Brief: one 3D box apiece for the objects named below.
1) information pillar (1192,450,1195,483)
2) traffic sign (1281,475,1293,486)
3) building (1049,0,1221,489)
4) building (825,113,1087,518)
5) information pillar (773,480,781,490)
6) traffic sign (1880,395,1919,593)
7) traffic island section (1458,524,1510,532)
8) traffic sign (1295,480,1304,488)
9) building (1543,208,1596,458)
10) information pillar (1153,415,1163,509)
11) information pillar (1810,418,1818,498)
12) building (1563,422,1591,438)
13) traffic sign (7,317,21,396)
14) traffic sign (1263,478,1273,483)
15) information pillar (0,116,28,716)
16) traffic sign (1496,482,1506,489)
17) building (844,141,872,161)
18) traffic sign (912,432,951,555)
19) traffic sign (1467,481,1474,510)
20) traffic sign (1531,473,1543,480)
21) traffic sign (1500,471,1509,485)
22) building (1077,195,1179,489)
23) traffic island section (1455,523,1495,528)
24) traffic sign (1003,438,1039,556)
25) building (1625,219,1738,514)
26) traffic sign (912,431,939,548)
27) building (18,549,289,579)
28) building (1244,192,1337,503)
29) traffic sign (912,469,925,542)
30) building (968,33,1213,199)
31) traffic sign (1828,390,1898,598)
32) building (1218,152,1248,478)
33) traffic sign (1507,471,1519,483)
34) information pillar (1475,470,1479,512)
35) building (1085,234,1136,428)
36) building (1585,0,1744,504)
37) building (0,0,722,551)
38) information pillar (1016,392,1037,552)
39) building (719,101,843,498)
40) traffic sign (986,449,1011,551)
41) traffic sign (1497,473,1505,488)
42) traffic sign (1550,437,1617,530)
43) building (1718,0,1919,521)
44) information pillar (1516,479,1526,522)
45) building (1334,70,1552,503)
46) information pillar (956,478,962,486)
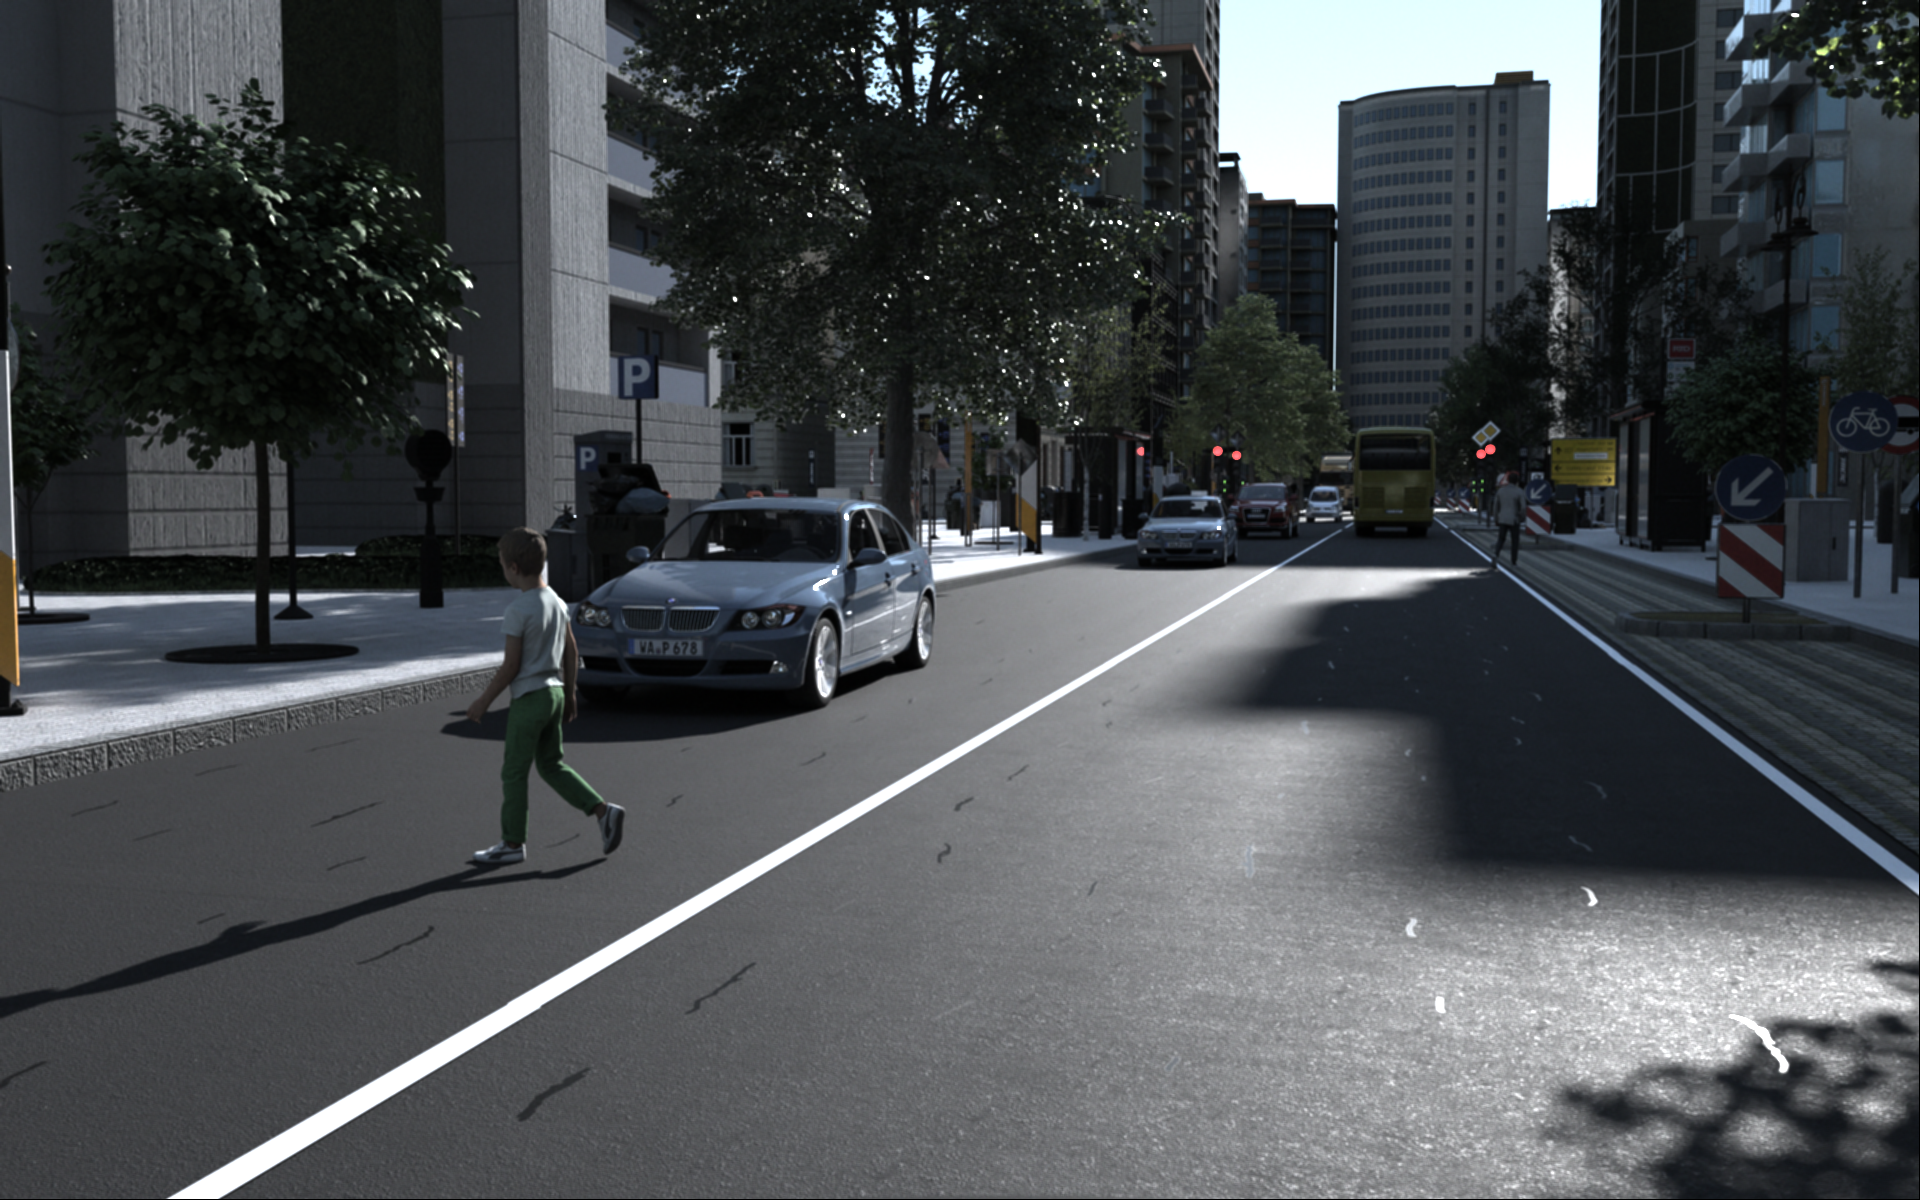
[{"bbox_3d":[12.526,-6.214,92.960,0.183,3.616,0.504,0,4,0],"label":"information pillar"},{"bbox_3d":[21.292,-6.890,112.762,0.768,2.556,0.104,1,4,16],"label":"traffic sign"},{"bbox_3d":[20.141,-46.083,191.716,20.563,71.187,20.611,1,4,14],"label":"building"},{"bbox_3d":[0.577,-16.187,100.821,11.583,22.565,21.152,1,4,14],"label":"building"},{"bbox_3d":[-9.704,-5.352,92.004,0.304,2.012,0.304,2,4,27],"label":"information pillar"},{"bbox_3d":[12.097,-1.360,22.344,0.768,2.556,0.104,1,4,17],"label":"traffic sign"},{"bbox_3d":[20.248,-2.691,66.284,2.009,0.180,2.903,1,4,14],"label":"traffic island section"},{"bbox_3d":[27.291,-8.454,139.410,0.795,2.450,0.064,1,4,18],"label":"traffic sign"},{"bbox_3d":[88.064,-33.967,238.951,14.086,41.232,14.154,1,4,14],"label":"building"},{"bbox_3d":[5.861,-3.661,51.216,0.183,3.616,0.504,2,4,34],"label":"information pillar"},{"bbox_3d":[23.155,-3.385,46.699,0.183,3.616,0.504,-1,4,-13],"label":"information pillar"},{"bbox_3d":[78.068,-53.460,186.743,22.319,86.520,31.000,1,4,14],"label":"building"},{"bbox_3d":[-6.433,-0.684,11.286,0.768,2.556,0.104,1,4,17],"label":"traffic sign"},{"bbox_3d":[24.786,-8.524,139.474,0.768,2.556,0.104,1,4,16],"label":"traffic sign"},{"bbox_3d":[-5.697,-1.136,9.923,0.504,3.616,0.183,-1,4,-21],"label":"information pillar"},{"bbox_3d":[39.252,-7.704,125.968,0.884,2.594,0.081,1,4,17],"label":"traffic sign"},{"bbox_3d":[-8.281,-34.225,214.209,28.867,44.769,22.147,1,4,14],"label":"building"},{"bbox_3d":[-0.634,-2.232,36.497,0.884,2.594,0.081,1,4,15],"label":"traffic sign"},{"bbox_3d":[40.823,-8.437,137.949,0.884,2.594,0.081,1,4,15],"label":"traffic sign"},{"bbox_3d":[27.501,-4.921,82.584,0.606,2.300,0.079,1,4,21],"label":"traffic sign"},{"bbox_3d":[30.539,-5.907,96.588,0.884,2.594,0.081,1,4,17],"label":"traffic sign"},{"bbox_3d":[10.212,-18.827,137.501,12.332,23.373,15.834,1,4,14],"label":"building"},{"bbox_3d":[22.227,-3.165,74.021,2.009,0.180,2.903,1,4,14],"label":"traffic island section"},{"bbox_3d":[1.243,-2.122,35.882,0.795,2.450,0.064,2,4,23],"label":"traffic sign"},{"bbox_3d":[62.638,-16.836,120.310,27.650,21.520,28.899,1,4,14],"label":"building"},{"bbox_3d":[-0.809,-2.141,35.116,0.768,2.556,0.104,1,4,18],"label":"traffic sign"},{"bbox_3d":[-25.188,-29.072,17.332,21.231,58.520,28.212,1,4,14],"label":"building"},{"bbox_3d":[40.489,-36.706,254.768,28.867,44.769,22.147,1,4,14],"label":"building"},{"bbox_3d":[-1.050,-2.487,40.769,0.768,2.556,0.104,1,4,16],"label":"traffic sign"},{"bbox_3d":[12.615,-31.458,168.955,22.147,44.769,28.867,1,4,14],"label":"building"},{"bbox_3d":[11.121,-1.302,21.392,0.768,2.556,0.104,1,4,21],"label":"traffic sign"},{"bbox_3d":[27.444,-32.198,210.035,14.086,41.232,14.154,1,4,14],"label":"building"},{"bbox_3d":[30.473,-5.825,95.339,0.768,2.556,0.104,1,4,22],"label":"traffic sign"},{"bbox_3d":[36.871,-8.075,123.382,0.183,3.616,0.504,-1,4,-14],"label":"information pillar"},{"bbox_3d":[6.056,-16.613,120.772,9.793,20.994,18.267,1,4,14],"label":"building"},{"bbox_3d":[69.507,-44.315,162.809,20.563,71.187,20.611,1,4,14],"label":"building"},{"bbox_3d":[-22.316,-31.250,52.929,28.212,58.520,21.231,1,4,14],"label":"building"},{"bbox_3d":[1.488,-2.871,38.292,0.504,3.616,0.183,0,4,1],"label":"information pillar"},{"bbox_3d":[-21.948,-16.572,104.240,30.059,22.955,16.112,1,4,14],"label":"building"},{"bbox_3d":[0.864,-2.266,39.174,0.606,2.300,0.079,1,4,18],"label":"traffic sign"},{"bbox_3d":[33.367,-6.505,106.463,0.768,2.556,0.104,1,4,23],"label":"traffic sign"},{"bbox_3d":[22.509,-4.202,62.583,2.265,3.308,0.079,1,4,21],"label":"traffic sign"},{"bbox_3d":[55.716,-28.698,88.828,30.456,49.044,23.786,1,4,14],"label":"building"},{"bbox_3d":[25.846,-4.607,79.809,0.304,2.012,0.304,-3,4,-36],"label":"information pillar"},{"bbox_3d":[68.043,-43.114,246.915,28.212,58.520,21.231,1,4,14],"label":"building"},{"bbox_3d":[-0.051,-4.628,80.164,0.304,2.012,0.304,0,4,1],"label":"information pillar"}]
